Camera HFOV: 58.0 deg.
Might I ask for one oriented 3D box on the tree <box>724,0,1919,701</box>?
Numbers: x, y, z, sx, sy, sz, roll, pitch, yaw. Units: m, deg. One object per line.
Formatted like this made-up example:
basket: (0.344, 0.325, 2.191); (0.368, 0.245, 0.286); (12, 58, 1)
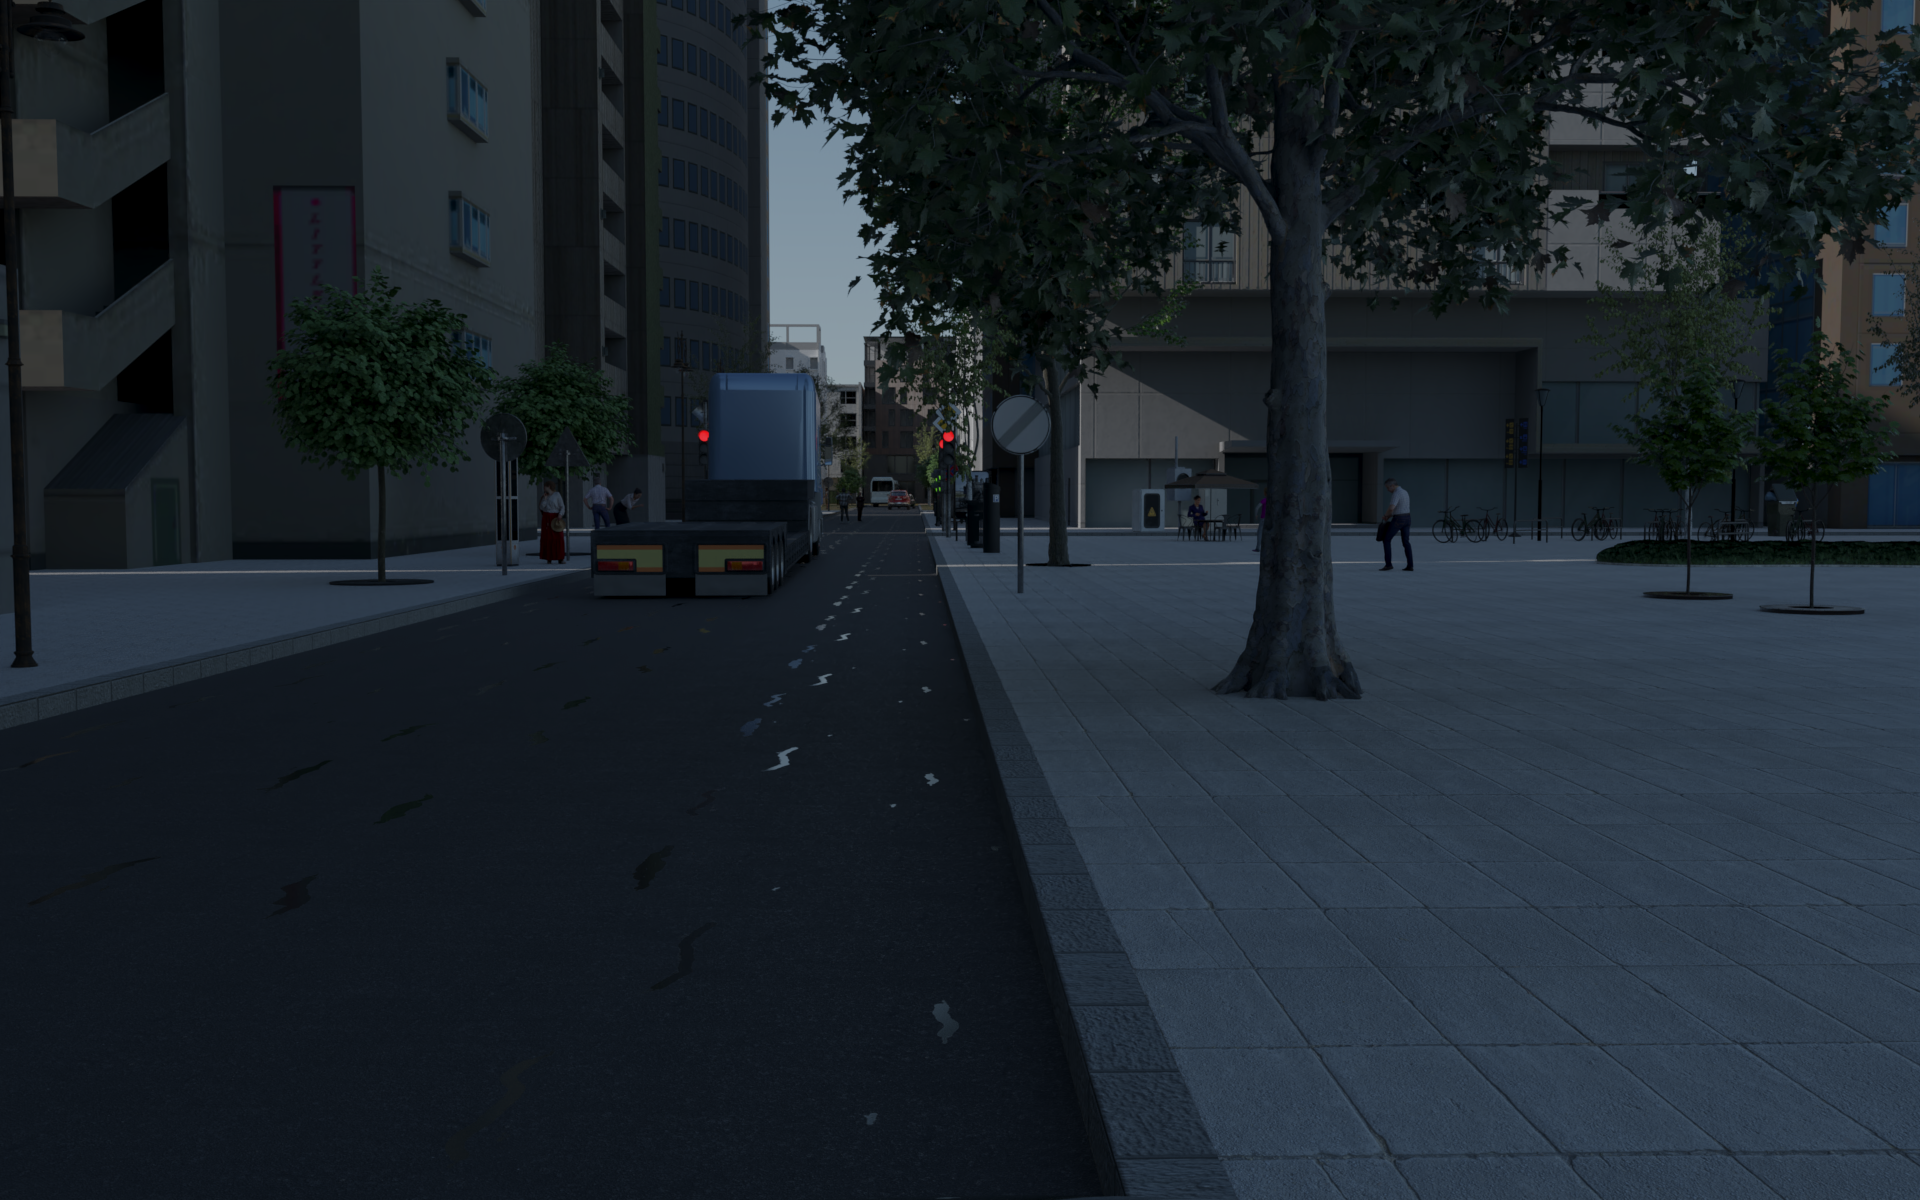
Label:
tree: (2.190, -5.750, 11.015); (9.611, 12.733, 9.660); (0, 3, 0)

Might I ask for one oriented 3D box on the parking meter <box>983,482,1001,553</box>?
parking meter: (0.688, -1.796, 37.769); (0.372, 1.533, 0.369); (0, 3, 0)

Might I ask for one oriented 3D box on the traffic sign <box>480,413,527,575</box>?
traffic sign: (-7.187, -1.661, 27.256); (0.768, 2.556, 0.104); (0, 4, 8)

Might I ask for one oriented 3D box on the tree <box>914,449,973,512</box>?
tree: (-1.611, -8.631, 124.837); (4.285, 4.588, 4.351); (0, 3, 0)

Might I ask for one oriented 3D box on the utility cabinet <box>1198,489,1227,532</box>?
utility cabinet: (8.588, -3.066, 58.812); (1.173, 1.500, 0.318); (-3, 5, -43)

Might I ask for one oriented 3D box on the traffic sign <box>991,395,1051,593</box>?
traffic sign: (0.783, -1.360, 22.334); (0.768, 2.556, 0.104); (0, 4, 5)

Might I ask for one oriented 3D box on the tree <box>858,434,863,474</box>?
tree: (-12.857, -15.969, 211.448); (4.737, 8.622, 4.395); (0, 3, 0)

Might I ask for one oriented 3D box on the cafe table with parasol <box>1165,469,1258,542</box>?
cafe table with parasol: (6.823, -2.584, 47.119); (2.610, 1.966, 2.610); (3, 4, 38)

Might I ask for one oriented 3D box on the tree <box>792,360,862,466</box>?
tree: (-10.280, -11.421, 121.147); (7.601, 10.594, 8.767); (0, 4, 3)

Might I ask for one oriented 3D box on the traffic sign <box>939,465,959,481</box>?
traffic sign: (-0.425, -4.123, 67.522); (0.768, 2.556, 0.104); (0, 4, 8)

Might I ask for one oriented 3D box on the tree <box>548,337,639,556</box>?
tree: (-8.499, -3.219, 36.346); (4.285, 4.588, 4.351); (0, 3, 0)

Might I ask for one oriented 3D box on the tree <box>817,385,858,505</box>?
tree: (-9.718, -9.990, 113.707); (4.737, 8.622, 4.395); (0, 3, 0)

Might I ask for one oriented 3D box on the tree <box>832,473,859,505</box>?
tree: (-10.632, -9.992, 157.963); (1.663, 3.219, 1.824); (0, 3, 0)

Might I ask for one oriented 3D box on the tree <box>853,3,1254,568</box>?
tree: (1.608, -6.407, 30.507); (9.928, 11.665, 9.643); (0, 3, 0)

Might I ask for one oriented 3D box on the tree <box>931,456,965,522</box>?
tree: (-0.337, -5.137, 78.585); (1.663, 3.219, 1.824); (0, 3, 0)

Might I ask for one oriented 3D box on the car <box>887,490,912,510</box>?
car: (-5.596, -9.207, 159.208); (2.281, 1.827, 5.304); (0, 4, -1)

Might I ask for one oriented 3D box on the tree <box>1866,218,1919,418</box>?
tree: (25.918, -5.818, 45.488); (4.360, 8.622, 3.978); (0, 3, 0)

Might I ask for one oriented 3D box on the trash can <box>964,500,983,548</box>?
trash can: (0.470, -1.806, 41.174); (0.748, 1.137, 0.748); (0, 3, 0)

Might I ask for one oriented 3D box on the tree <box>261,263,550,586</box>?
tree: (-8.269, -2.505, 24.670); (4.285, 4.588, 4.351); (0, 3, 0)

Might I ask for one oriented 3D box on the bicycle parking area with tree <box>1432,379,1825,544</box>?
bicycle parking area with tree: (17.478, -3.560, 45.203); (9.016, 4.147, 8.231); (-2, 4, -31)

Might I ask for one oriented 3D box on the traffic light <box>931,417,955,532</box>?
traffic light: (-0.568, -4.294, 59.127); (0.839, 4.253, 0.868); (0, 4, -1)

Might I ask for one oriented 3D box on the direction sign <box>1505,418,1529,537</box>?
direction sign: (16.644, -3.660, 51.846); (0.379, 3.537, 0.876); (-2, 4, -29)

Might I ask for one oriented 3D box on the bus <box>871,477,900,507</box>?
bus: (-8.424, -12.240, 194.991); (2.948, 3.499, 13.247); (0, 3, 0)

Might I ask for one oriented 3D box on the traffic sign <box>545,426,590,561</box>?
traffic sign: (-7.533, -2.031, 33.218); (0.884, 2.594, 0.081); (0, 4, 4)

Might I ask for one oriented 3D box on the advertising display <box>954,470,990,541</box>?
advertising display: (0.330, -2.564, 47.140); (0.974, 1.923, 0.123); (0, 4, 0)

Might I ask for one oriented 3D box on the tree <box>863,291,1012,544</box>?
tree: (0.013, -5.751, 44.399); (4.737, 8.622, 4.395); (0, 3, 0)

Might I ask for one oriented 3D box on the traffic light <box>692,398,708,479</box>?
traffic light: (-7.460, -3.794, 50.946); (0.839, 4.253, 0.868); (0, 4, -1)

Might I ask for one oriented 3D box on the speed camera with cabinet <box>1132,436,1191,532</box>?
speed camera with cabinet: (6.868, -3.948, 58.892); (2.038, 3.252, 0.660); (-2, 4, -26)

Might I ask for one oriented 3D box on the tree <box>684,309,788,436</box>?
tree: (-8.778, -7.210, 68.239); (4.360, 8.622, 3.978); (0, 3, 0)

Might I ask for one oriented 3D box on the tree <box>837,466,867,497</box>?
tree: (-12.527, -13.204, 199.595); (4.285, 4.588, 4.351); (0, 3, 0)

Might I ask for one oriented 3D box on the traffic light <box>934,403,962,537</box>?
traffic light: (-0.361, -3.806, 51.145); (0.839, 4.253, 0.868); (0, 4, -1)

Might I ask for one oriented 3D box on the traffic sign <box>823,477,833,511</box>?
traffic sign: (-9.767, -7.848, 128.427); (0.768, 2.556, 0.104); (0, 4, 1)

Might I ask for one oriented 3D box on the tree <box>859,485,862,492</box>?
tree: (-12.111, -12.322, 196.065); (1.663, 3.219, 1.824); (0, 3, 0)

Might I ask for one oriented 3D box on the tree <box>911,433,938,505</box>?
tree: (-3.504, -15.942, 211.008); (4.360, 8.622, 3.978); (0, 3, 0)

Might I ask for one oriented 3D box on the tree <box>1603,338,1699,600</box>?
tree: (9.055, -1.629, 21.228); (1.663, 3.219, 1.824); (0, 3, 0)

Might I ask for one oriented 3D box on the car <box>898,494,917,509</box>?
car: (-5.304, -9.907, 171.765); (2.009, 1.686, 4.222); (0, 4, 0)

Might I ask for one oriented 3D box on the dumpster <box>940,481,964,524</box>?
dumpster: (-0.397, -4.265, 75.499); (1.264, 1.857, 1.865); (0, 4, -1)

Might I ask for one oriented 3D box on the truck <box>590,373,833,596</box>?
truck: (-4.169, -2.630, 32.755); (2.967, 4.110, 18.799); (0, 4, -2)

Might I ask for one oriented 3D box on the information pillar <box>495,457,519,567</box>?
information pillar: (-8.044, -1.606, 30.744); (0.304, 2.012, 0.304); (1, 4, 13)
